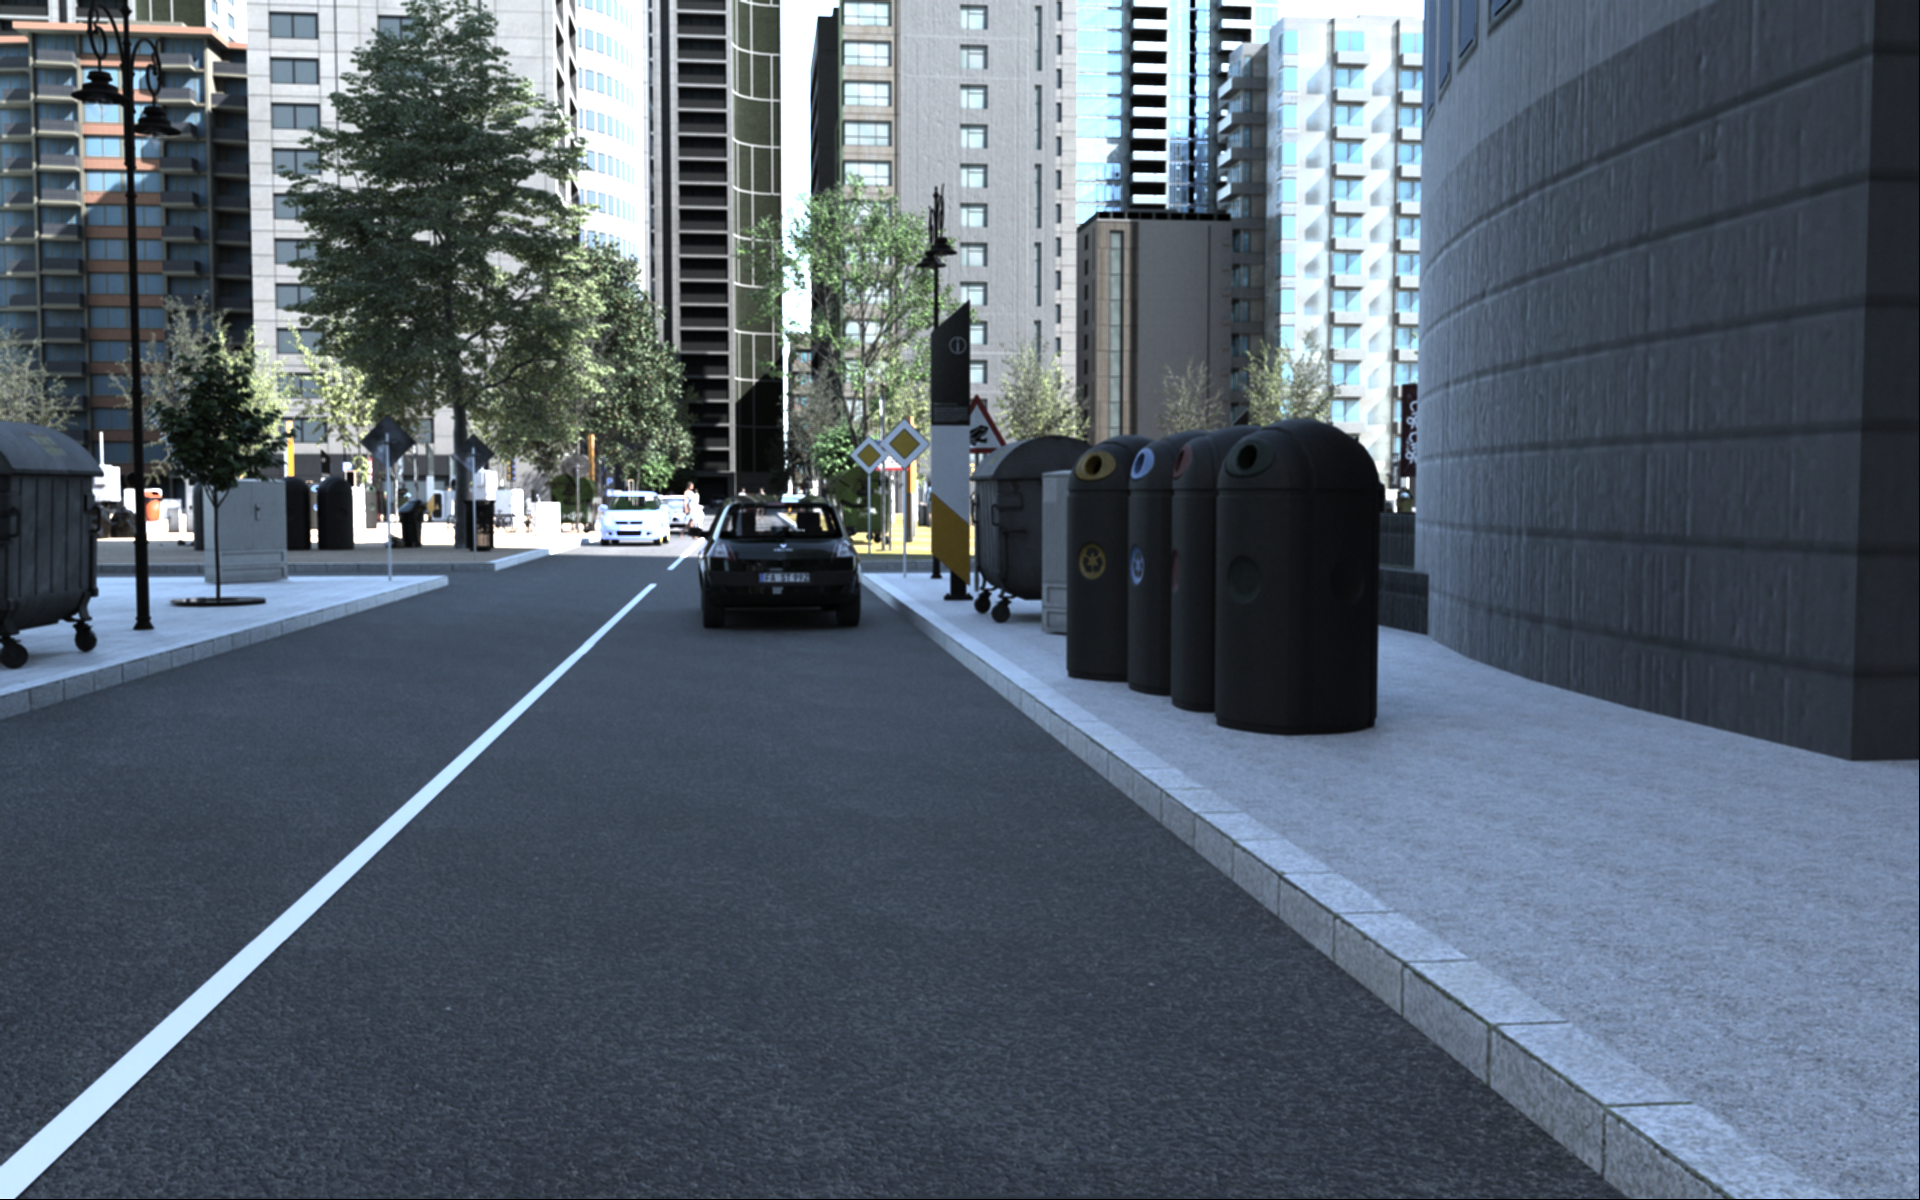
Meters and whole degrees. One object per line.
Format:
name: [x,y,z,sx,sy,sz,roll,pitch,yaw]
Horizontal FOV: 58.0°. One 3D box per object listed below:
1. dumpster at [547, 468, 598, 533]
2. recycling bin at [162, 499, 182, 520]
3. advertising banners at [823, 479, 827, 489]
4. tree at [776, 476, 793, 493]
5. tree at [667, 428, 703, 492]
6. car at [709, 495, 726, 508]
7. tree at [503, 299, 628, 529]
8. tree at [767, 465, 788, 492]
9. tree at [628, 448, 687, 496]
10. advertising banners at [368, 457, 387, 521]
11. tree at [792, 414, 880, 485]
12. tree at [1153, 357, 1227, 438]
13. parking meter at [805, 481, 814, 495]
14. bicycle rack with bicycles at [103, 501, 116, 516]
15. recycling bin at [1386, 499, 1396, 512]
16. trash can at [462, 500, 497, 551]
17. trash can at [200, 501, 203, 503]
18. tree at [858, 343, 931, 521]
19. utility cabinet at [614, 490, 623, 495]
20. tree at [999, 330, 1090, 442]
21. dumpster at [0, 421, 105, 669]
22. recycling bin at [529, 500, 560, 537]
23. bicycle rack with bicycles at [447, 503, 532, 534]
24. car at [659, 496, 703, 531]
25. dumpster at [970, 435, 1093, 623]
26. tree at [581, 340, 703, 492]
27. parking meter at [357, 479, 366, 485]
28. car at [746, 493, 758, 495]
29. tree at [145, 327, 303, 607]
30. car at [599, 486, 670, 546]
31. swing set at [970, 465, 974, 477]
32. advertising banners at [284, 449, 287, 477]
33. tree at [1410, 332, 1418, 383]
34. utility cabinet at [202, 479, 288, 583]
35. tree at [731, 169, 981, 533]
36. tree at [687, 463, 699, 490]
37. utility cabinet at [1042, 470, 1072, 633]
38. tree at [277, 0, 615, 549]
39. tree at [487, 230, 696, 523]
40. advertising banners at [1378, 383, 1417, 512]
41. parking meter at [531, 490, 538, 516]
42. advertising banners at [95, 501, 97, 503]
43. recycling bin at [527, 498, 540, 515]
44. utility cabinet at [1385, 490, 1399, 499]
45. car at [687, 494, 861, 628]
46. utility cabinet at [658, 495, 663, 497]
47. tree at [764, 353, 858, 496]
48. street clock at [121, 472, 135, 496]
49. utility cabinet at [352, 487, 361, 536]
dumpster: [-12.753,-3.335,57.026,1.502,2.255,1.985,0,4,-7]
recycling bin: [-39.853,-4.584,87.510,0.722,1.027,0.722,1,4,11]
advertising banners: [-6.343,-5.469,85.606,0.090,3.025,2.074,-2,4,-31]
tree: [-17.127,-10.645,168.654,1.663,3.219,1.824,0,3,0]
tree: [-29.519,-14.297,184.125,4.737,8.622,4.395,0,3,0]
car: [-25.268,-10.328,181.438,1.945,1.354,3.894,0,4,-5]
tree: [-14.323,-6.915,63.420,4.360,8.622,3.978,0,3,0]
tree: [-18.621,-12.042,180.597,4.285,4.588,4.351,0,3,0]
tree: [-20.527,-8.019,114.826,4.285,4.588,4.351,0,3,0]
advertising banners: [-27.379,-5.217,81.478,0.090,3.025,2.074,0,4,8]
tree: [-4.581,-5.356,71.285,4.285,4.588,4.351,0,3,0]
tree: [12.318,-8.777,93.872,4.360,8.622,3.978,0,3,0]
parking meter: [-6.626,-4.306,76.118,0.255,1.863,0.399,-3,4,-38]
bicycle rack with bicycles: [-51.075,-5.427,102.117,2.852,0.926,2.925,-1,4,-9]
recycling bin: [20.820,-4.338,83.481,0.722,1.027,0.722,3,5,40]
trash can: [-10.791,-1.668,38.924,0.748,1.137,0.748,0,3,0]
trash can: [-15.778,-1.545,36.911,0.748,1.137,0.748,0,3,0]
tree: [-2.353,-8.099,82.774,4.360,8.622,3.978,0,3,0]
utility cabinet: [-21.217,-5.941,105.819,1.173,1.500,0.318,-2,4,-30]
tree: [3.485,-7.794,77.789,4.360,8.622,3.978,0,3,0]
dumpster: [-7.539,-0.461,13.295,1.264,1.857,1.865,0,4,-7]
recycling bin: [-12.554,-2.444,52.511,0.722,1.027,0.722,-2,4,-25]
bicycle rack with bicycles: [-15.287,-2.602,55.929,2.925,0.926,2.852,2,4,25]
car: [-10.488,-3.150,63.869,2.083,1.381,4.827,0,4,-6]
dumpster: [0.832,-0.746,17.948,1.264,1.857,1.865,0,4,-7]
tree: [-18.996,-10.298,102.777,7.601,10.594,8.767,0,4,8]
parking meter: [-23.265,-3.767,67.296,0.255,1.863,0.399,3,5,43]
car: [-14.324,-6.750,119.402,2.155,1.783,4.494,0,4,-6]
tree: [-8.550,-1.566,20.212,1.663,3.219,1.824,0,3,0]
car: [-9.223,-2.423,49.211,1.945,1.707,3.694,0,4,-5]
swing set: [0.775,-5.799,92.436,3.119,2.851,2.862,-1,4,-19]
advertising banners: [-26.740,-4.410,68.298,0.090,3.025,2.074,-2,4,-34]
tree: [20.688,-7.480,72.656,4.737,8.622,4.395,0,3,0]
utility cabinet: [-10.369,-1.008,25.161,0.318,1.500,1.173,2,4,32]
tree: [-3.350,-8.032,57.085,9.928,11.665,9.643,0,3,0]
tree: [-26.073,-10.920,162.252,4.285,4.588,4.351,0,3,0]
utility cabinet: [1.247,-0.421,15.558,0.318,1.500,1.173,-3,5,-43]
tree: [-12.129,-7.476,40.368,7.486,12.596,7.792,0,3,0]
tree: [-16.044,-9.705,75.691,9.611,12.733,9.660,0,3,0]
advertising banners: [6.520,-1.929,27.721,2.074,3.025,0.090,1,4,22]
parking meter: [-23.941,-5.448,97.485,0.372,1.533,0.369,0,3,0]
advertising banners: [-50.003,-6.266,98.630,2.074,3.025,0.090,1,4,9]
recycling bin: [-25.784,-5.634,104.666,0.722,1.027,0.722,0,4,-7]
utility cabinet: [20.798,-4.643,84.600,1.173,1.500,0.318,0,4,-4]
car: [-2.147,-0.629,20.078,2.009,1.686,4.222,-1,4,-9]
utility cabinet: [-18.111,-5.584,102.463,1.020,1.237,0.306,-1,4,-13]
tree: [-7.473,-8.592,90.838,4.360,8.622,3.978,0,3,0]
street clock: [-27.536,-3.249,57.685,0.471,2.002,0.358,-3,5,-44]
utility cabinet: [-18.540,-2.660,52.169,0.318,1.500,1.173,1,4,17]
